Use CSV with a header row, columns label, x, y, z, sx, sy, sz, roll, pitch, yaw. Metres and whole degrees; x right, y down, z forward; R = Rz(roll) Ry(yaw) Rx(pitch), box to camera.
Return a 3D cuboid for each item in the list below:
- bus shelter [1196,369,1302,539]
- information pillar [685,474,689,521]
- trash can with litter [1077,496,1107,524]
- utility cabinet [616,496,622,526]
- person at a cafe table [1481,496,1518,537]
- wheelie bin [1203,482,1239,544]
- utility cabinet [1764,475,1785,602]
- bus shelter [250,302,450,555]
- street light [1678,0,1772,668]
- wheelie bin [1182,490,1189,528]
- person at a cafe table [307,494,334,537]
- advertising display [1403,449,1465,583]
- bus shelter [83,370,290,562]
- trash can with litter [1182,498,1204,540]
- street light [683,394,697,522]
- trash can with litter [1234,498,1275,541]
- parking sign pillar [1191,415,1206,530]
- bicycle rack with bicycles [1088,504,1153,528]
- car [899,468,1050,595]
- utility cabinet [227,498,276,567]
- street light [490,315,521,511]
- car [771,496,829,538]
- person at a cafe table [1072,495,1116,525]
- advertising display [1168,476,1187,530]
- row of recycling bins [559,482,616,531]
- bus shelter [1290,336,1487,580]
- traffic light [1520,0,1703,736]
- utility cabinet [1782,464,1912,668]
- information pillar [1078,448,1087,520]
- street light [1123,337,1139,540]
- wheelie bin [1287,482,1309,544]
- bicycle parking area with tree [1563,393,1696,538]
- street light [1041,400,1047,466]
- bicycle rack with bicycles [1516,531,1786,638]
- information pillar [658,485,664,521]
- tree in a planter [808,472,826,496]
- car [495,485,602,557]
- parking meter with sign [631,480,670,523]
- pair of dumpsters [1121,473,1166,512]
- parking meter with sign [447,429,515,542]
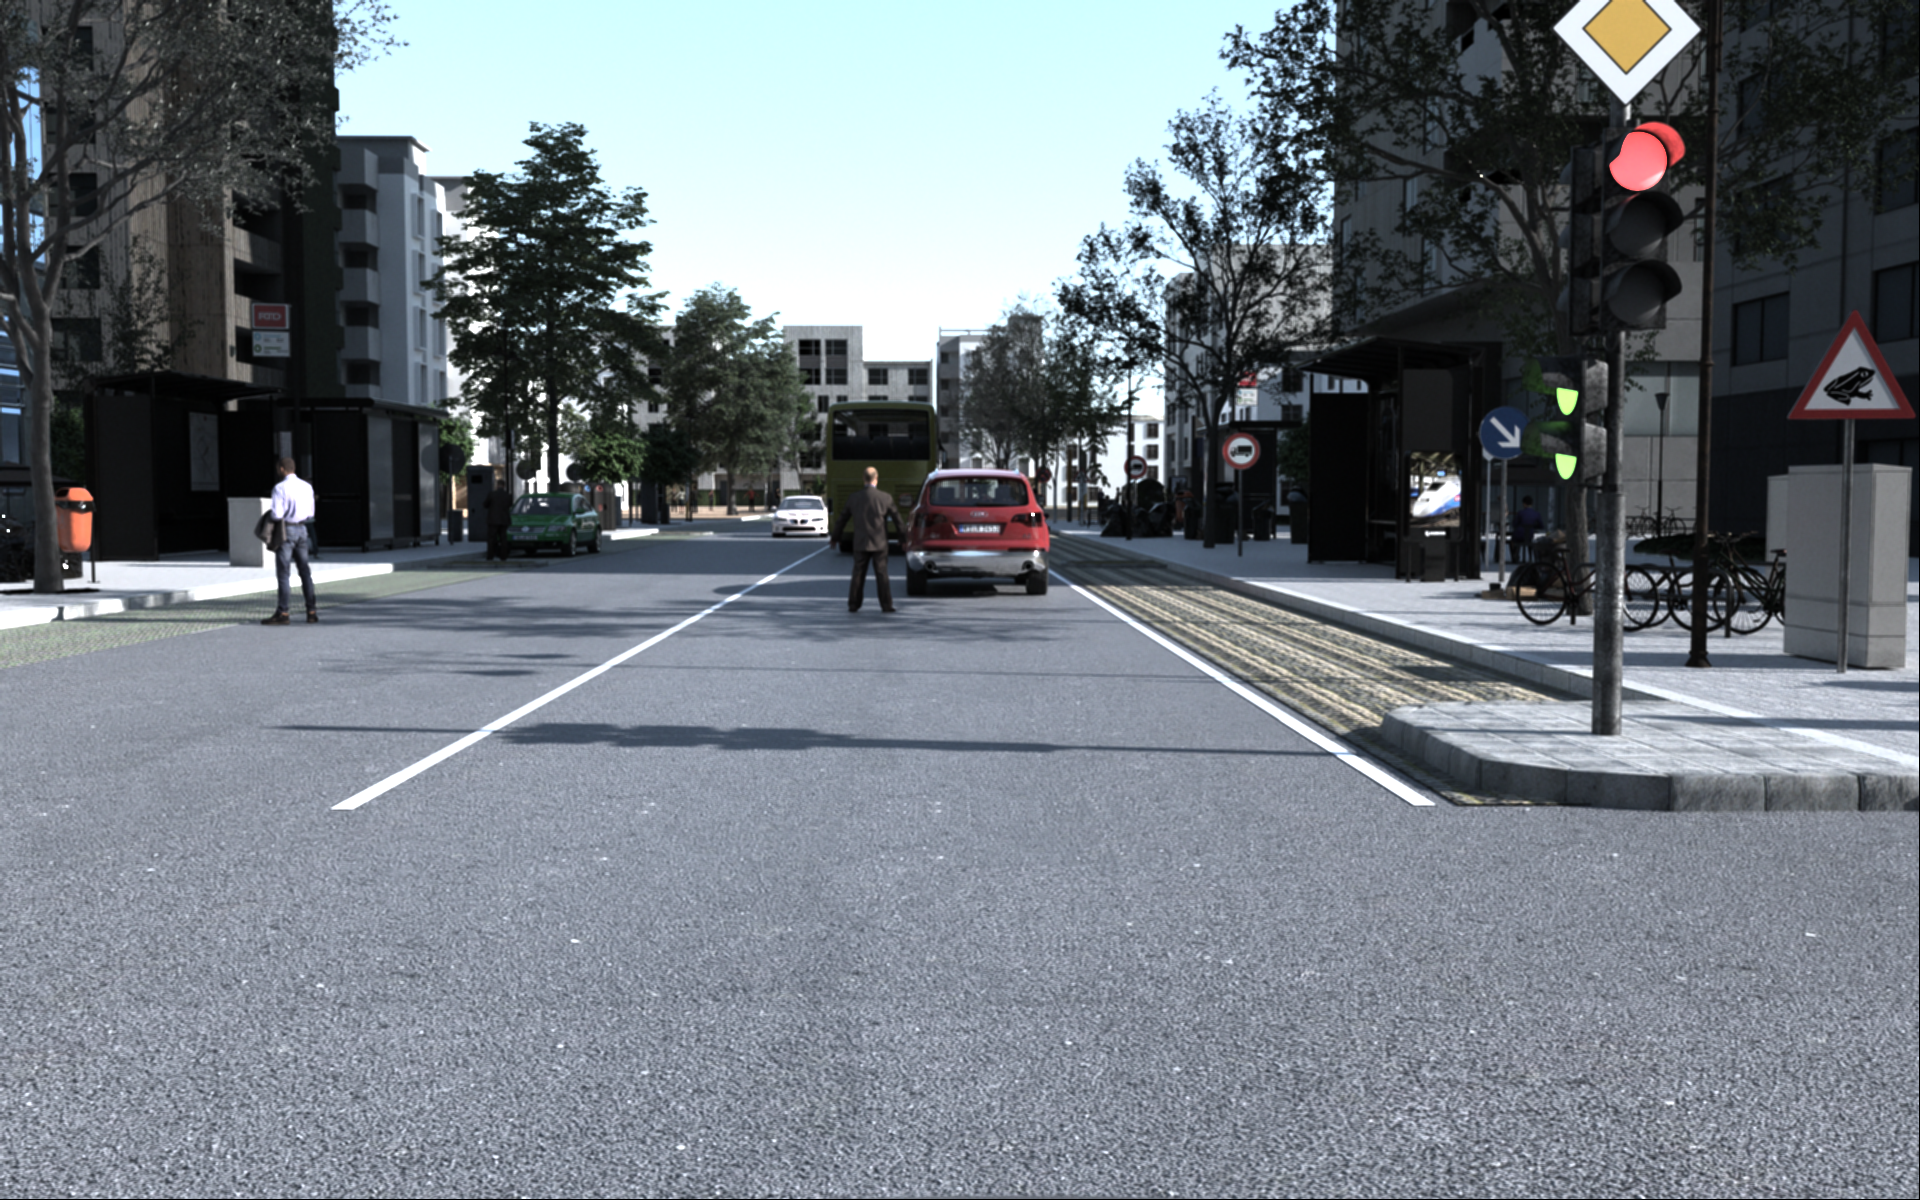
label,x,y,z,sx,sy,sz,roll,pitch,yaw
bus shelter,8.626,-4.646,53.587,2.179,5.291,8.768,0,4,-1
information pillar,-12.913,-5.546,82.026,0.183,3.616,0.504,0,4,1
trash can with litter,5.781,-3.881,74.514,2.233,1.210,1.678,-3,4,-39
utility cabinet,-14.020,-3.556,69.298,1.020,1.237,0.306,2,4,29
person at a cafe table,16.460,-2.557,52.660,1.698,1.238,1.726,2,4,26
wheelie bin,6.801,-2.256,44.793,0.980,1.594,0.693,-1,4,-12
utility cabinet,9.376,-0.650,19.310,1.173,1.500,0.318,-3,5,-42
bus shelter,-13.792,-3.756,39.049,2.179,5.291,8.768,0,4,-1
street light,5.483,-2.440,12.687,0.468,5.910,1.993,0,4,-1
wheelie bin,8.393,-3.544,65.849,0.693,1.594,0.980,-1,4,-18
person at a cafe table,-19.342,-2.650,51.836,1.622,1.524,1.698,-1,4,-20
advertising display,6.892,-1.223,25.203,0.974,1.923,0.123,-1,4,-22
bus shelter,-15.821,-2.725,35.844,1.731,3.624,6.357,0,4,-1
trash can with litter,6.687,-2.264,48.408,0.624,1.170,1.055,-2,4,-32
street light,-12.509,-6.576,80.309,0.468,5.910,1.993,0,4,-1
trash can with litter,8.040,-2.203,47.400,1.055,1.170,0.624,0,4,-1
parking sign pillar,8.531,-4.354,59.658,1.447,3.967,1.447,-3,5,-44
bicycle rack with bicycles,6.026,-3.129,64.543,2.852,0.926,2.925,-2,4,-26
car,0.206,-1.068,26.138,2.281,1.827,5.304,0,4,-1
utility cabinet,-12.527,-1.193,30.662,1.020,1.237,0.306,2,4,35
street light,-11.733,-4.407,44.844,0.468,5.910,1.993,0,4,-1
car,-5.334,-2.832,58.670,2.083,1.381,4.827,0,4,-2
person at a cafe table,5.780,-3.695,71.281,1.698,1.238,1.726,-2,4,-29
advertising display,7.732,-3.445,61.543,0.123,1.923,0.974,3,5,43
row of recycling bins,-12.909,-3.212,59.624,1.069,1.692,3.534,1,4,14
bus shelter,6.993,-2.303,28.936,1.731,3.624,6.357,0,4,-1
traffic light,3.437,-1.237,9.147,0.839,4.253,0.868,0,4,-1
utility cabinet,6.725,-0.273,13.144,0.318,1.500,1.173,0,4,-2
information pillar,5.950,-5.672,84.099,0.504,3.616,0.183,3,5,41
street light,4.718,-4.615,48.245,0.468,5.910,1.993,0,4,-1
wheelie bin,8.840,-2.252,44.732,0.693,1.594,0.980,2,4,25
bicycle parking area with tree,22.377,-3.869,50.254,8.231,4.147,9.016,0,4,-5
street light,4.019,-6.800,83.969,0.468,5.910,1.993,0,4,-1
bicycle rack with bicycles,7.161,-0.184,16.398,2.852,0.926,2.925,-2,4,-27
information pillar,-14.227,-4.746,82.082,0.304,2.012,0.304,-2,4,-24
tree in a planter,-11.298,-8.598,137.794,1.991,3.239,1.994,0,4,-1
car,-9.592,-1.934,40.424,1.959,1.807,4.718,0,4,0
parking meter with sign,-13.598,-4.869,75.862,1.738,3.016,0.543,0,4,6
pair of dumpsters,8.468,-4.729,79.816,1.574,2.255,4.437,0,4,-1
parking meter with sign,-12.906,-3.081,46.642,1.738,3.016,0.543,0,4,-5
